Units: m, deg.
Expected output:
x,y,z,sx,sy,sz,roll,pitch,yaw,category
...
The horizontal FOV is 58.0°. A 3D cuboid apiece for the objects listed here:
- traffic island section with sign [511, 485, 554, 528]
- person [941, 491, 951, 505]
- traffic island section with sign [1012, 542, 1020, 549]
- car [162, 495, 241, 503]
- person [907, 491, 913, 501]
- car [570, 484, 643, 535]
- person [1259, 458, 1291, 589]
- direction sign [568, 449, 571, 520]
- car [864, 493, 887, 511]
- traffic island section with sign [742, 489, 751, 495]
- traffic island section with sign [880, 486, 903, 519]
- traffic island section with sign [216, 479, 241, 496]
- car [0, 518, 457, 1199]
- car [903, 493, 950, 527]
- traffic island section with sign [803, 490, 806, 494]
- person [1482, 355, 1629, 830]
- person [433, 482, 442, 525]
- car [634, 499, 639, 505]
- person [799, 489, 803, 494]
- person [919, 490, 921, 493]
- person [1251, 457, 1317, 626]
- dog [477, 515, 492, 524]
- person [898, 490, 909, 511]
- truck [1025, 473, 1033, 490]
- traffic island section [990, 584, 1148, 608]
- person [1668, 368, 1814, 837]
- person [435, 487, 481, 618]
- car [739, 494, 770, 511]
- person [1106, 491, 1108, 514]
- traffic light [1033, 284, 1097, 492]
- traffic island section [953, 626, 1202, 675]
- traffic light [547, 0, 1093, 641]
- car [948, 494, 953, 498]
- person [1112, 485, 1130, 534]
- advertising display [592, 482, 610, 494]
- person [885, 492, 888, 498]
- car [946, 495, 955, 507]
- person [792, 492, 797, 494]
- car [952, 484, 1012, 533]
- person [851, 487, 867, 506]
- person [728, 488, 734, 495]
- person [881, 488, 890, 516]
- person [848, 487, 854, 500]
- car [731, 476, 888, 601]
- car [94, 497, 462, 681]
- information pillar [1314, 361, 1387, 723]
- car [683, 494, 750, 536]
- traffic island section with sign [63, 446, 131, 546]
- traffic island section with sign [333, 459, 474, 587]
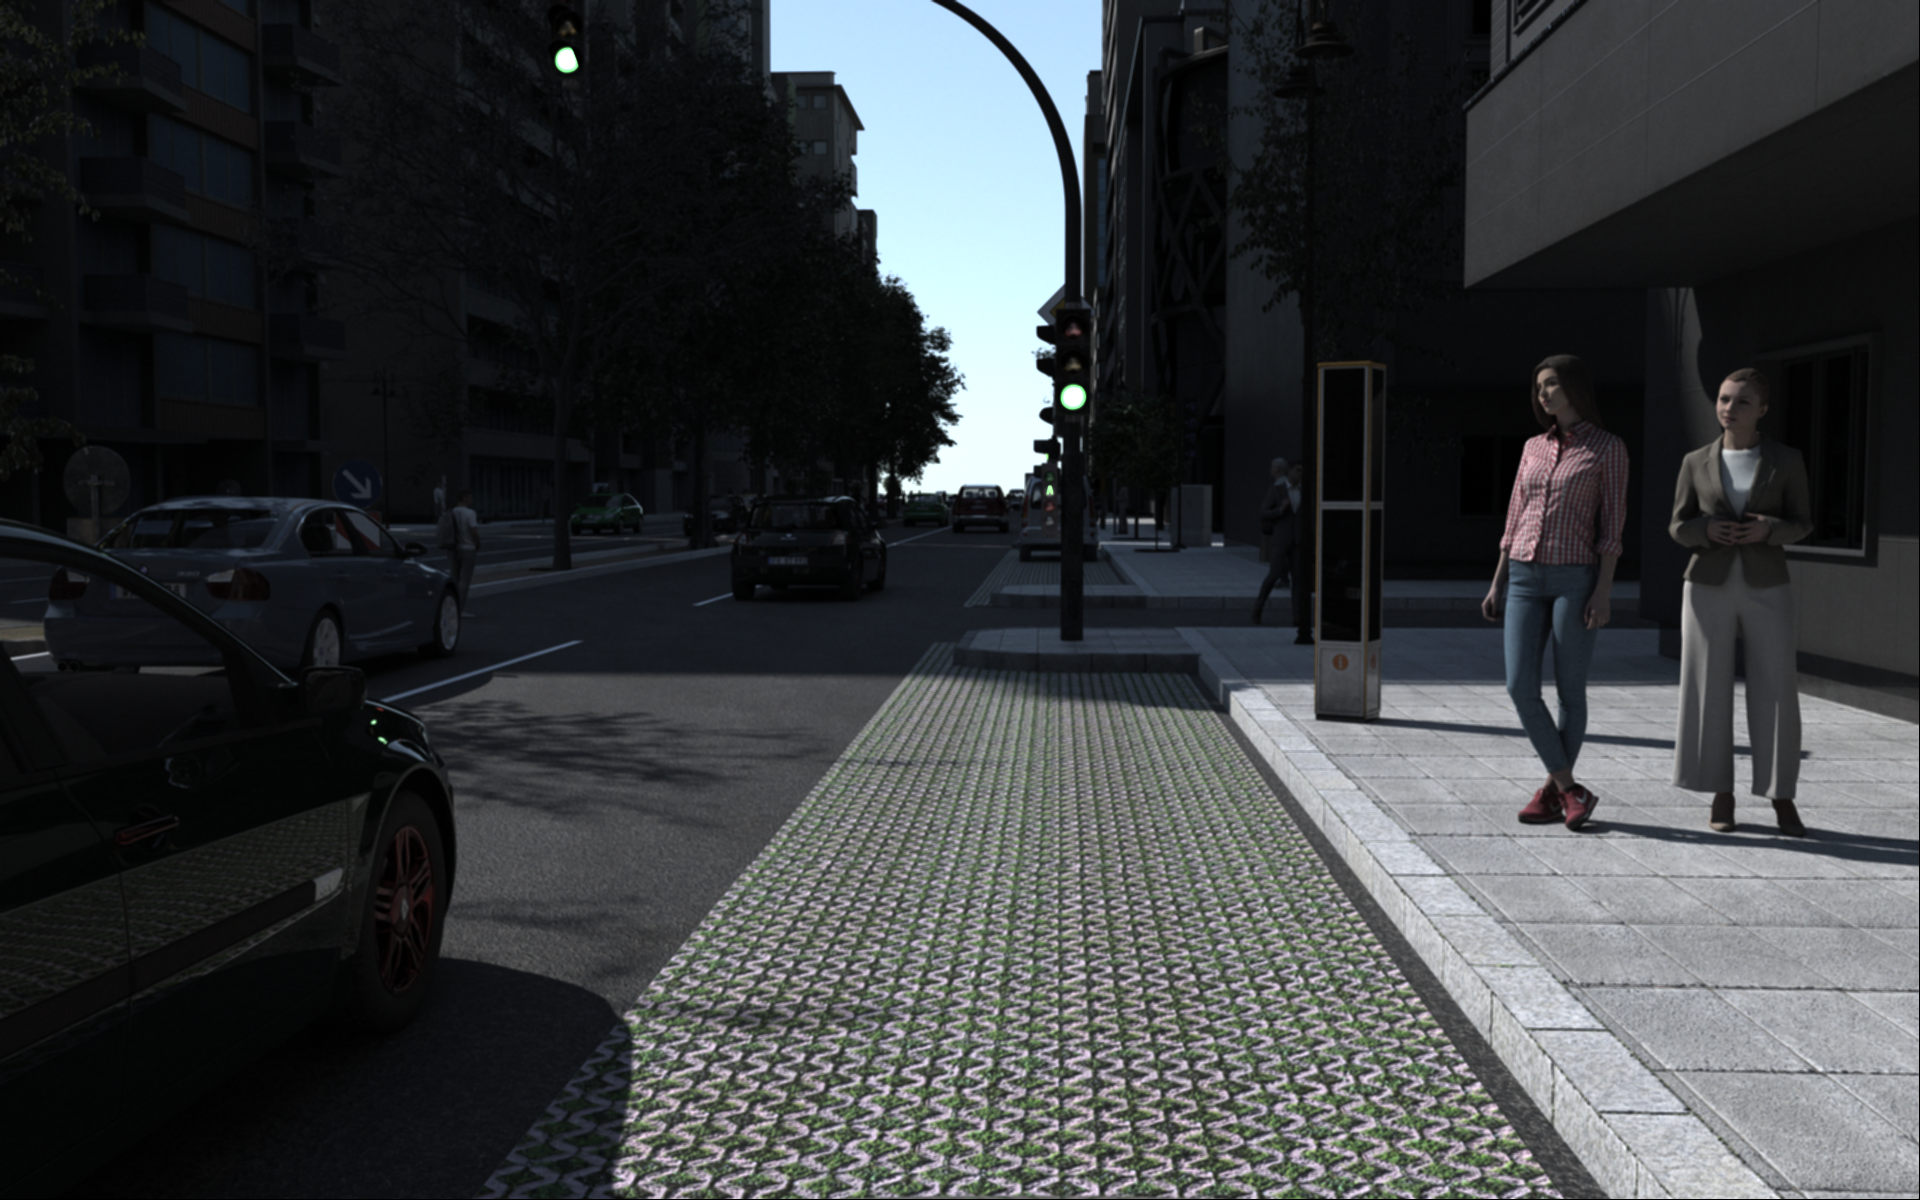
x,y,z,sx,sy,sz,roll,pitch,yaw,category
-17.977,-4.013,74.243,1.989,1.847,2.006,0,4,3,traffic island section with sign
-1.476,-9.674,167.194,1.217,1.766,0.721,1,4,16,person
2.360,-2.249,45.404,1.989,1.847,2.006,0,4,3,traffic island section with sign
-13.995,-1.222,31.984,2.014,1.417,4.499,0,4,4,car
-3.937,-7.926,139.022,0.756,1.711,0.436,1,4,12,person
-12.677,-3.270,62.257,1.959,1.807,4.718,0,4,3,car
4.355,-1.032,23.398,0.515,1.767,0.782,0,4,-2,person
-19.089,-5.668,84.668,0.379,3.537,0.876,-1,4,-13,direction sign
-7.025,-8.370,145.881,2.155,1.783,4.494,0,4,2,car
-15.233,-7.011,123.254,1.989,1.847,2.006,0,4,3,traffic island section with sign
-3.686,-5.522,98.419,2.006,1.907,1.989,0,4,3,traffic island section with sign
-19.572,-2.272,45.771,1.989,1.847,2.006,0,4,3,traffic island section with sign
-2.372,0.388,3.438,2.009,1.686,4.222,0,4,2,car
-1.484,-4.158,76.772,1.959,1.807,4.718,0,4,4,car
-13.700,-8.691,150.720,1.989,1.847,2.006,0,4,3,traffic island section with sign
2.308,-0.044,6.769,0.555,1.821,0.388,3,5,40,person
-21.532,-3.989,71.487,0.641,1.798,0.478,3,5,44,person
-15.209,-3.889,76.173,1.945,1.354,3.894,0,4,3,car
-9.508,-5.704,102.496,0.721,1.736,1.217,0,4,5,person
-4.886,-12.254,208.485,0.705,1.869,1.348,3,4,38,person
3.579,-0.637,18.876,0.622,1.834,0.822,-1,4,-23,person
-20.160,-3.409,73.466,0.748,0.427,0.550,0,4,-3,dog
-4.684,-8.196,143.293,1.217,1.735,0.721,-1,4,-17,person
10.299,-15.149,236.596,2.839,4.237,11.283,0,4,4,truck
1.443,-0.057,23.217,2.009,0.180,2.903,0,4,3,traffic island section
2.960,0.000,6.598,0.519,1.759,0.362,2,4,29,person
-5.792,-0.545,20.003,0.503,1.515,0.523,-1,4,-13,person
-8.268,-3.600,69.081,2.015,1.641,3.980,0,4,4,car
8.458,-5.858,102.487,0.621,1.740,0.551,0,4,0,person
1.404,-2.091,23.106,0.839,4.253,0.868,0,4,3,traffic light
0.997,0.430,15.245,2.009,0.180,2.903,0,4,3,traffic island section
-1.136,-2.473,15.108,4.771,5.953,1.251,0,4,3,traffic light
-1.588,-14.520,246.192,1.959,1.807,4.718,0,4,4,car
5.116,-3.001,55.302,0.583,1.804,0.606,-1,4,-10,person
-19.265,-5.369,93.000,0.974,1.923,0.123,0,4,6,advertising display
-8.993,-12.504,213.878,0.756,1.711,0.436,2,4,31,person
-0.565,-11.186,195.476,1.945,1.354,3.894,0,4,3,car
-15.351,-9.446,160.624,0.705,1.807,1.348,2,4,34,person
0.810,-3.473,65.458,2.281,1.827,5.304,0,4,3,car
-5.994,-5.675,101.314,1.348,1.821,0.705,-3,5,-44,person
-17.060,-7.493,129.377,0.721,1.723,1.217,2,4,33,person
-4.552,-6.269,110.962,1.348,1.831,0.705,3,5,45,person
-6.714,-5.875,104.417,0.709,1.838,0.599,-2,4,-24,person
-2.088,-0.912,24.697,2.009,1.686,4.222,0,4,5,car
-5.364,-0.102,13.676,2.014,1.417,4.499,0,4,1,car
2.210,-0.325,9.812,0.304,2.012,0.304,2,4,30,information pillar
-8.384,-3.067,59.938,2.009,1.686,4.222,0,4,5,car
-8.298,-0.481,16.002,2.006,1.907,1.989,0,4,3,traffic island section with sign
-7.874,-0.933,23.397,2.006,1.907,1.989,0,4,3,traffic island section with sign
